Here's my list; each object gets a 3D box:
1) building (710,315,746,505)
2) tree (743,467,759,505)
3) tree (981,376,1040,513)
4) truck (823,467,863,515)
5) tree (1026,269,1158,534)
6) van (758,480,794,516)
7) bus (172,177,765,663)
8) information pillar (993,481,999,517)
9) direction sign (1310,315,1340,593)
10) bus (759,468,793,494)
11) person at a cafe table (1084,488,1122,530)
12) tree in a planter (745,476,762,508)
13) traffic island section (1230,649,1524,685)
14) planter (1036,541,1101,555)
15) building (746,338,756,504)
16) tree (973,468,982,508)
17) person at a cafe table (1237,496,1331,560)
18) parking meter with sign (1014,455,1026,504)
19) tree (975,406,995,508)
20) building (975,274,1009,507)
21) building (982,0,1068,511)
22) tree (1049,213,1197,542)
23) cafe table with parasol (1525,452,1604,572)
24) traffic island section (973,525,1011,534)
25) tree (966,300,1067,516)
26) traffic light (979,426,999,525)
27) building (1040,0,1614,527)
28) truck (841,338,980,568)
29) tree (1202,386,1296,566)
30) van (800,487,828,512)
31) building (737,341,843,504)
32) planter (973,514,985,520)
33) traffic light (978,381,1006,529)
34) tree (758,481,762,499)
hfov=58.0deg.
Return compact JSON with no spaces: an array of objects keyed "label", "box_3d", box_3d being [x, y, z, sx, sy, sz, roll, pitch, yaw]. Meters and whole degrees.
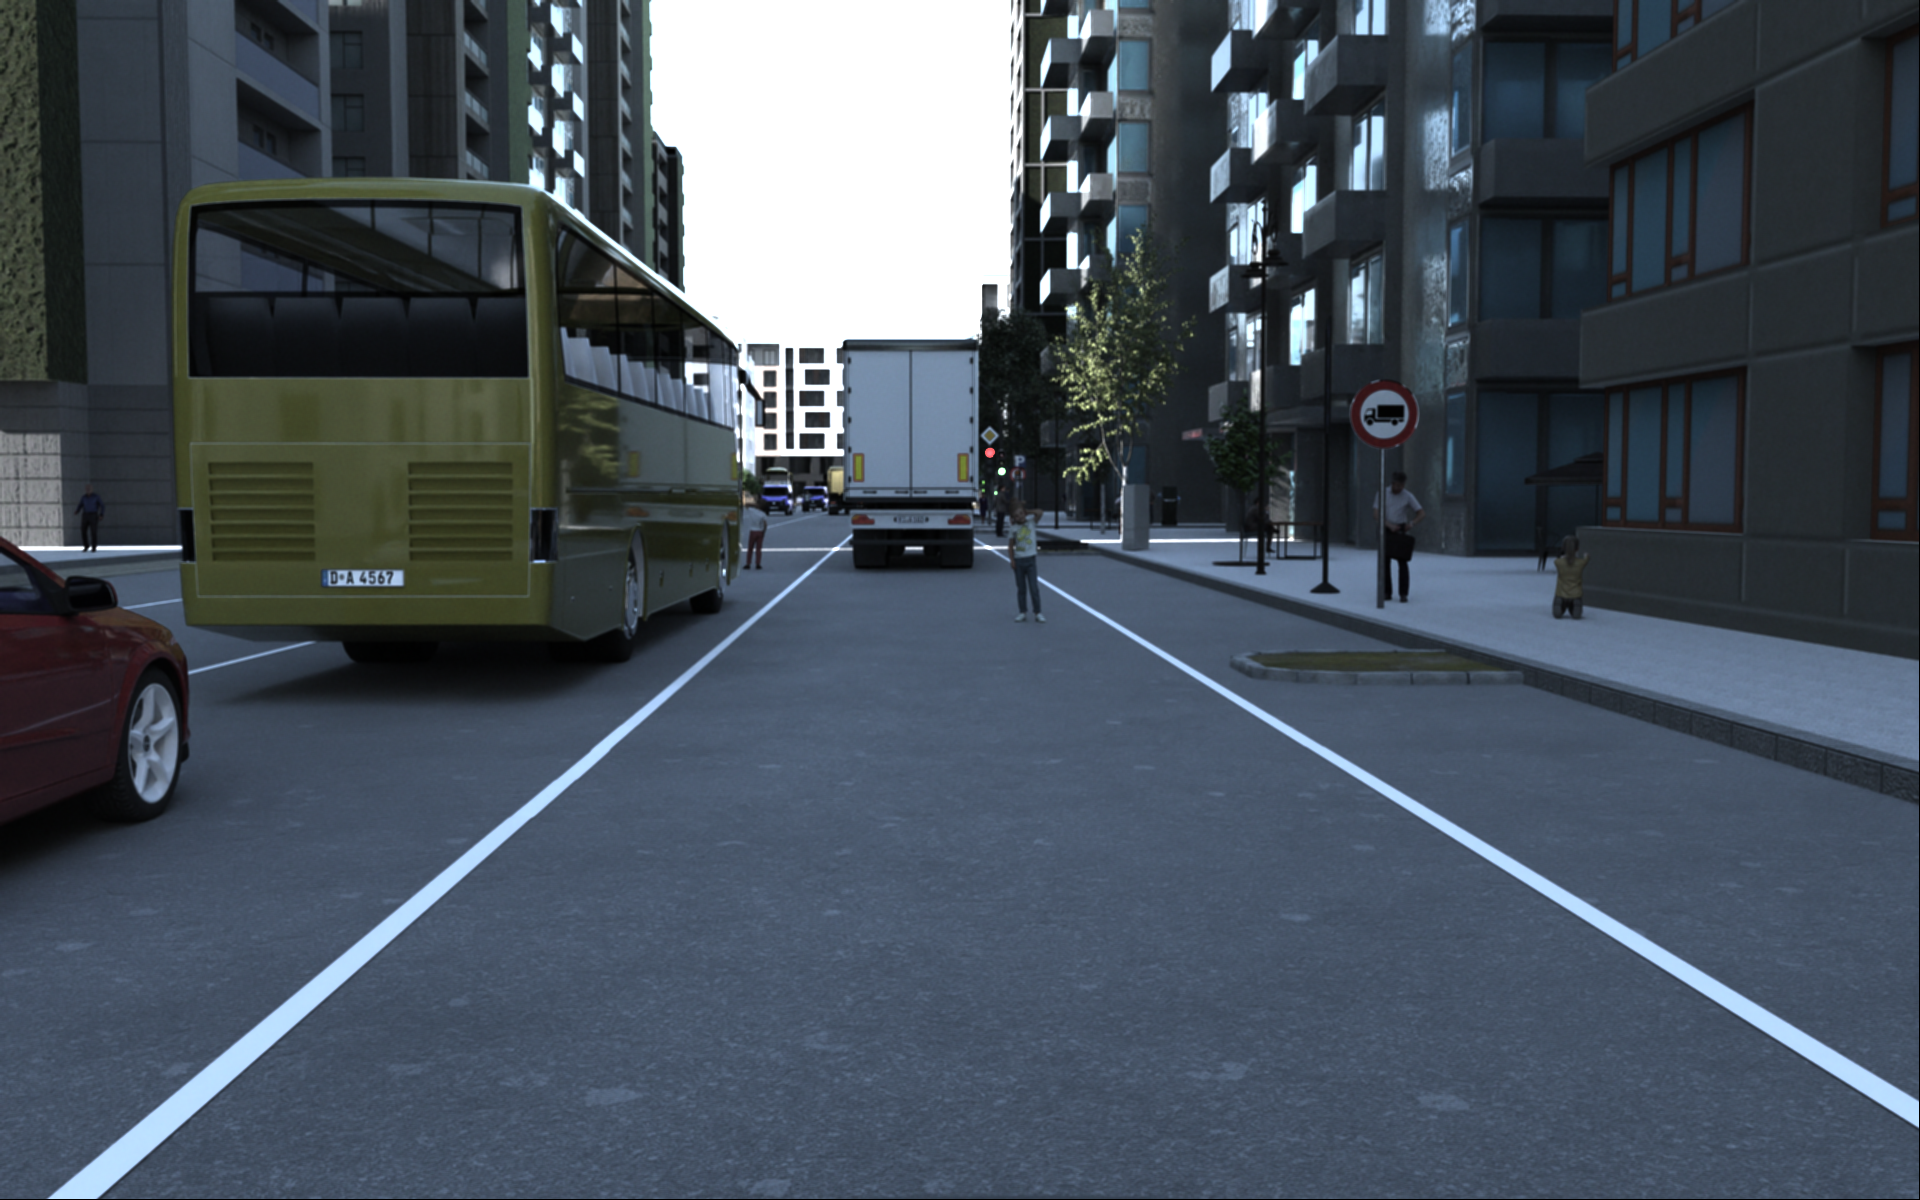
[{"label":"building","box_3d":[-32.640,-20.511,191.776,16.016,20.091,11.380,0,4,-2]},{"label":"tree","box_3d":[-25.310,-13.415,203.042,4.285,4.588,4.351,0,3,0]},{"label":"tree","box_3d":[2.677,-11.657,116.353,9.928,11.665,9.643,0,3,0]},{"label":"truck","box_3d":[-7.901,-7.666,121.268,3.469,3.379,9.791,0,4,-3]},{"label":"tree","box_3d":[4.364,-6.423,55.378,4.360,8.622,3.978,0,3,0]},{"label":"van","box_3d":[-12.331,-6.868,116.673,2.240,2.365,5.245,0,4,-1]},{"label":"bus","box_3d":[-4.034,-1.591,17.556,2.896,3.916,12.252,0,4,-1]},{"label":"information pillar","box_3d":[2.041,-5.553,95.276,0.304,2.012,0.304,-3,5,-39]},{"label":"direction sign","box_3d":[4.751,-1.861,22.430,0.379,3.537,0.876,1,4,9]},{"label":"bus","box_3d":[-17.390,-10.632,165.387,2.896,3.916,12.252,0,4,-4]},{"label":"person at a cafe table","box_3d":[5.576,-3.300,62.463,1.622,1.524,1.698,2,4,30]},{"label":"tree in a planter","box_3d":[-20.631,-10.774,173.384,1.991,3.239,1.994,0,4,-2]},{"label":"traffic island section","box_3d":[3.241,0.542,14.000,1.991,0.108,1.994,0,4,-2]},{"label":"planter","box_3d":[2.282,-1.238,41.388,1.991,0.319,1.994,0,4,-2]},{"label":"building","box_3d":[-31.218,-21.797,212.806,11.380,20.091,16.016,0,4,-2]},{"label":"tree","box_3d":[1.166,-10.094,148.755,4.285,4.588,4.351,0,3,0]},{"label":"person at a cafe table","box_3d":[6.413,-1.446,34.495,1.726,1.238,1.698,1,4,19]},{"label":"parking meter with sign","box_3d":[2.688,-5.021,78.359,0.543,3.016,1.738,0,4,0]},{"label":"tree","box_3d":[1.318,-13.558,156.078,8.767,10.594,7.601,2,4,32]},{"label":"building","box_3d":[15.341,-20.419,177.818,27.936,21.610,32.646,0,4,-2]},{"label":"building","box_3d":[12.358,-42.382,131.202,20.563,71.187,20.611,0,4,-2]},{"label":"tree","box_3d":[4.367,-5.863,46.220,4.737,8.622,4.395,0,3,0]},{"label":"cafe table with parasol","box_3d":[10.332,-1.421,28.099,2.610,1.966,2.610,0,4,-3]},{"label":"traffic island section","box_3d":[1.521,-2.529,63.625,2.009,0.180,2.903,0,4,-2]},{"label":"tree","box_3d":[3.001,-11.366,102.834,9.611,12.733,9.660,0,3,0]},{"label":"traffic light","box_3d":[1.206,-5.050,71.490,0.839,4.253,0.868,0,4,-2]},{"label":"building","box_3d":[19.176,-28.418,84.237,30.456,49.044,23.786,0,4,-2]},{"label":"truck","box_3d":[-0.923,-2.930,36.814,2.839,4.237,11.283,0,4,0]},{"label":"tree","box_3d":[5.205,-2.236,31.159,1.663,3.219,1.824,0,3,0]},{"label":"van","box_3d":[-11.917,-8.446,142.470,2.240,2.365,5.245,0,4,-1]},{"label":"building","box_3d":[-26.567,-24.491,244.396,32.646,21.610,27.936,0,4,-2]},{"label":"planter","box_3d":[0.372,-4.609,96.491,1.991,0.319,1.994,0,4,-2]},{"label":"traffic light","box_3d":[-0.607,-5.421,63.297,4.771,5.953,1.251,0,4,-2]},{"label":"tree","box_3d":[-25.804,-13.954,222.740,1.663,3.219,1.824,0,3,0]}]
